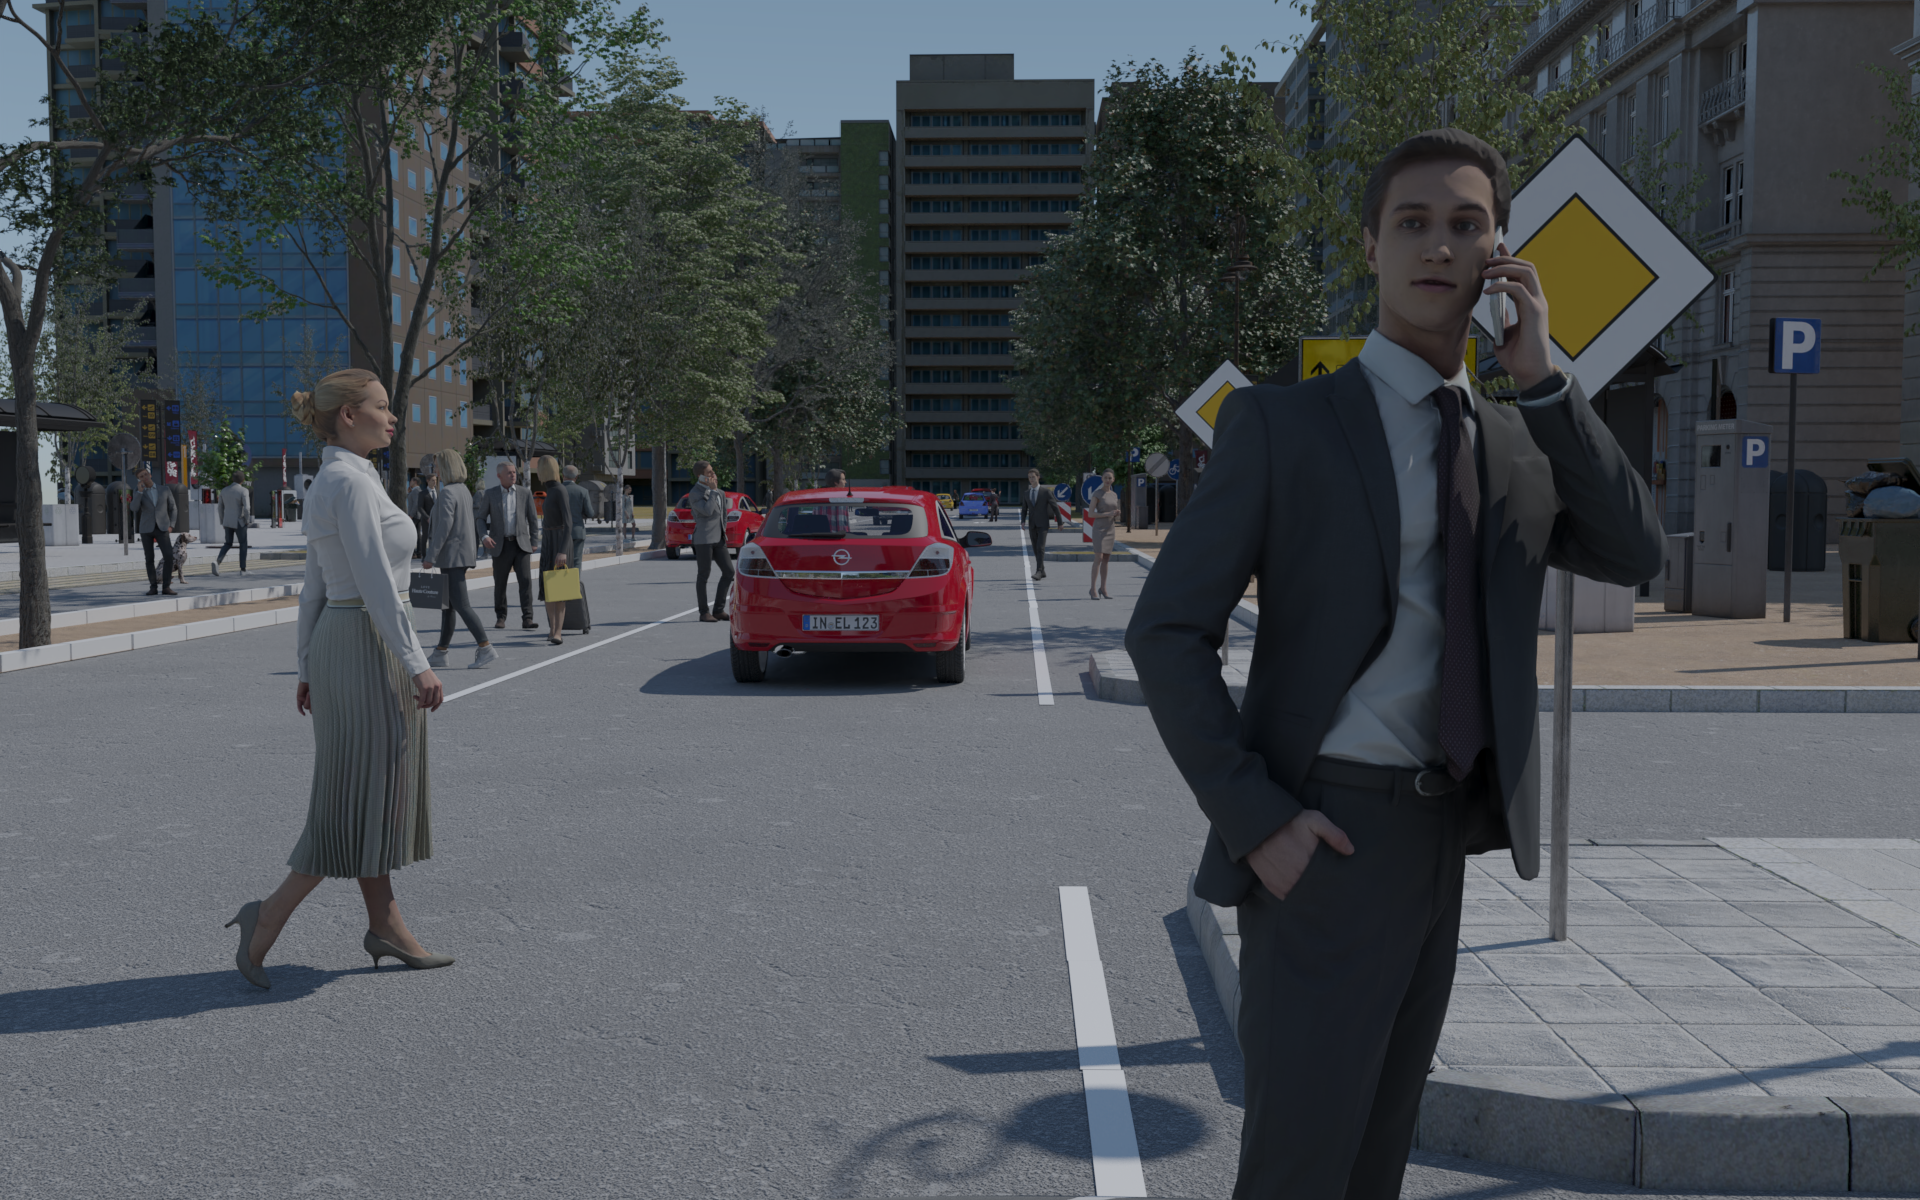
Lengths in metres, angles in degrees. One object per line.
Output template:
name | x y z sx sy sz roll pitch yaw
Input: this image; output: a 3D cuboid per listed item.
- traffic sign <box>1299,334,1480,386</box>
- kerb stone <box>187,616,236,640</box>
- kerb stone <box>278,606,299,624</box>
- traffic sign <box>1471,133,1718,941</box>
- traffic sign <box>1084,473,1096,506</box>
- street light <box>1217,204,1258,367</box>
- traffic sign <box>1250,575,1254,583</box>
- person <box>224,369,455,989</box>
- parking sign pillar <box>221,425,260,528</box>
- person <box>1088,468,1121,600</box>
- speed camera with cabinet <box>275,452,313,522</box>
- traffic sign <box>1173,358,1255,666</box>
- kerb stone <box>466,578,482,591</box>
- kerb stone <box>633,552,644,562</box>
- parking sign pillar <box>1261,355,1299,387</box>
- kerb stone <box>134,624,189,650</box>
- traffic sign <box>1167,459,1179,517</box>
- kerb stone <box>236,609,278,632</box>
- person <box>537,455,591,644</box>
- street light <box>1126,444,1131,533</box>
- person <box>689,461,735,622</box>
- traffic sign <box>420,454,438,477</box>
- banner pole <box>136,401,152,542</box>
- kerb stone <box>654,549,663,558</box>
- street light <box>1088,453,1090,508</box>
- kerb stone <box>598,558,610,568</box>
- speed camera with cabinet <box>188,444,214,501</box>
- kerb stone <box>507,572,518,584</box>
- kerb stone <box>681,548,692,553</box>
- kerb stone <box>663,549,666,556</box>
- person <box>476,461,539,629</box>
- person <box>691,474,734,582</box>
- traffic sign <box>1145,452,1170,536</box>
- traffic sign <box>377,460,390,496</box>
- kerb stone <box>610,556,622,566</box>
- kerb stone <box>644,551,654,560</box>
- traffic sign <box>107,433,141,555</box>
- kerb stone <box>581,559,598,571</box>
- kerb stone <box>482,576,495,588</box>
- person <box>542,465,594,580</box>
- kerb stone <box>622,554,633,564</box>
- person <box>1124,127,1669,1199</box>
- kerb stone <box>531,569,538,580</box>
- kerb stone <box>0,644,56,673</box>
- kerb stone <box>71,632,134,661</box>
traffic sign | 5.491 -1.738 22.286 2.265 3.308 0.079 0 4 5
kerb stone | -7.602 0.293 17.437 0.120 0.150 1.000 0 4 2
kerb stone | -7.532 0.167 19.481 0.120 0.150 1.000 0 4 2
traffic sign | 1.720 -0.079 4.928 0.795 2.450 0.064 0 4 2
traffic sign | 6.309 -5.020 84.213 0.606 2.300 0.079 1 4 11
street light | 4.464 -3.378 28.014 0.468 5.910 1.993 0 4 2
traffic sign | 4.218 -1.521 24.974 0.768 2.556 0.104 1 4 10
person | -1.825 0.224 5.071 0.641 1.798 0.478 -1 4 -18
parking sign pillar | -27.266 -4.706 65.410 1.447 3.967 1.447 1 4 13
person | 1.978 -0.903 23.612 0.599 1.781 0.374 -3 5 -40
speed camera with cabinet | -31.211 -5.303 81.047 0.660 3.252 2.038 2 4 24
traffic sign | 1.981 -0.567 12.909 0.795 2.450 0.064 0 4 2
kerb stone | -7.329 -0.210 25.625 0.120 0.150 1.000 0 4 2
kerb stone | -6.963 -0.890 36.900 0.120 0.150 1.000 0 4 2
parking sign pillar | 5.783 -2.568 30.456 1.447 3.967 1.447 2 4 34
kerb stone | -7.630 0.358 16.404 0.120 0.150 1.000 0 4 2
traffic sign | 7.879 -3.834 62.793 0.768 2.556 0.104 0 4 5
kerb stone | -7.567 0.230 18.459 0.120 0.150 1.000 0 4 2
person | -3.891 -0.506 16.995 0.699 1.804 1.509 0 4 4
street light | 5.597 -5.167 57.275 0.468 5.910 1.993 0 4 2
person | -2.773 -0.657 19.426 0.473 1.802 0.592 3 4 37
traffic sign | -16.628 -3.325 54.466 0.768 2.556 0.104 0 4 8
banner pole | -22.072 -3.483 46.968 0.401 3.779 0.863 0 4 -3
kerb stone | -6.888 -1.020 38.951 0.120 0.150 1.000 0 4 2
street light | 6.480 -6.958 86.545 0.468 5.910 1.993 0 4 2
kerb stone | -7.060 -0.711 33.823 0.120 0.150 1.000 0 4 2
speed camera with cabinet | -30.420 -4.526 68.333 2.038 3.252 0.660 2 4 25
kerb stone | -7.265 -0.335 27.672 0.120 0.150 1.000 0 4 2
kerb stone | -6.754 -1.269 43.038 0.120 0.150 1.000 0 4 2
kerb stone | -6.862 -1.087 39.972 0.120 0.150 1.000 0 4 2
person | -4.743 -0.576 18.315 0.661 1.777 0.834 -2 4 -32
person | -3.978 -1.169 28.014 0.661 1.777 0.834 -3 5 -44
traffic sign | 6.046 -3.245 53.163 0.768 2.556 0.104 0 4 3
traffic sign | -20.316 -3.750 61.412 0.768 2.556 0.104 1 4 11
kerb stone | -7.033 -0.773 34.845 0.120 0.150 1.000 0 4 2
kerb stone | -6.928 -0.959 37.921 0.120 0.150 1.000 0 4 2
traffic sign | -17.433 -2.203 36.132 0.768 2.556 0.104 1 4 9
kerb stone | -7.093 -0.646 32.798 0.120 0.150 1.000 0 4 2
kerb stone | -7.302 -0.268 26.647 0.120 0.150 1.000 0 4 2
person | -5.048 -0.836 22.345 0.661 1.801 0.590 -1 4 -10
kerb stone | -6.993 -0.837 35.875 0.120 0.150 1.000 0 4 2
person | 0.579 0.342 2.264 0.648 1.900 0.474 -3 4 -36
kerb stone | -7.238 -0.396 28.694 0.120 0.150 1.000 0 4 2
kerb stone | -7.704 0.482 14.347 0.120 0.150 1.000 0 4 2
kerb stone | -7.673 0.419 15.379 0.120 0.150 1.000 0 4 2
